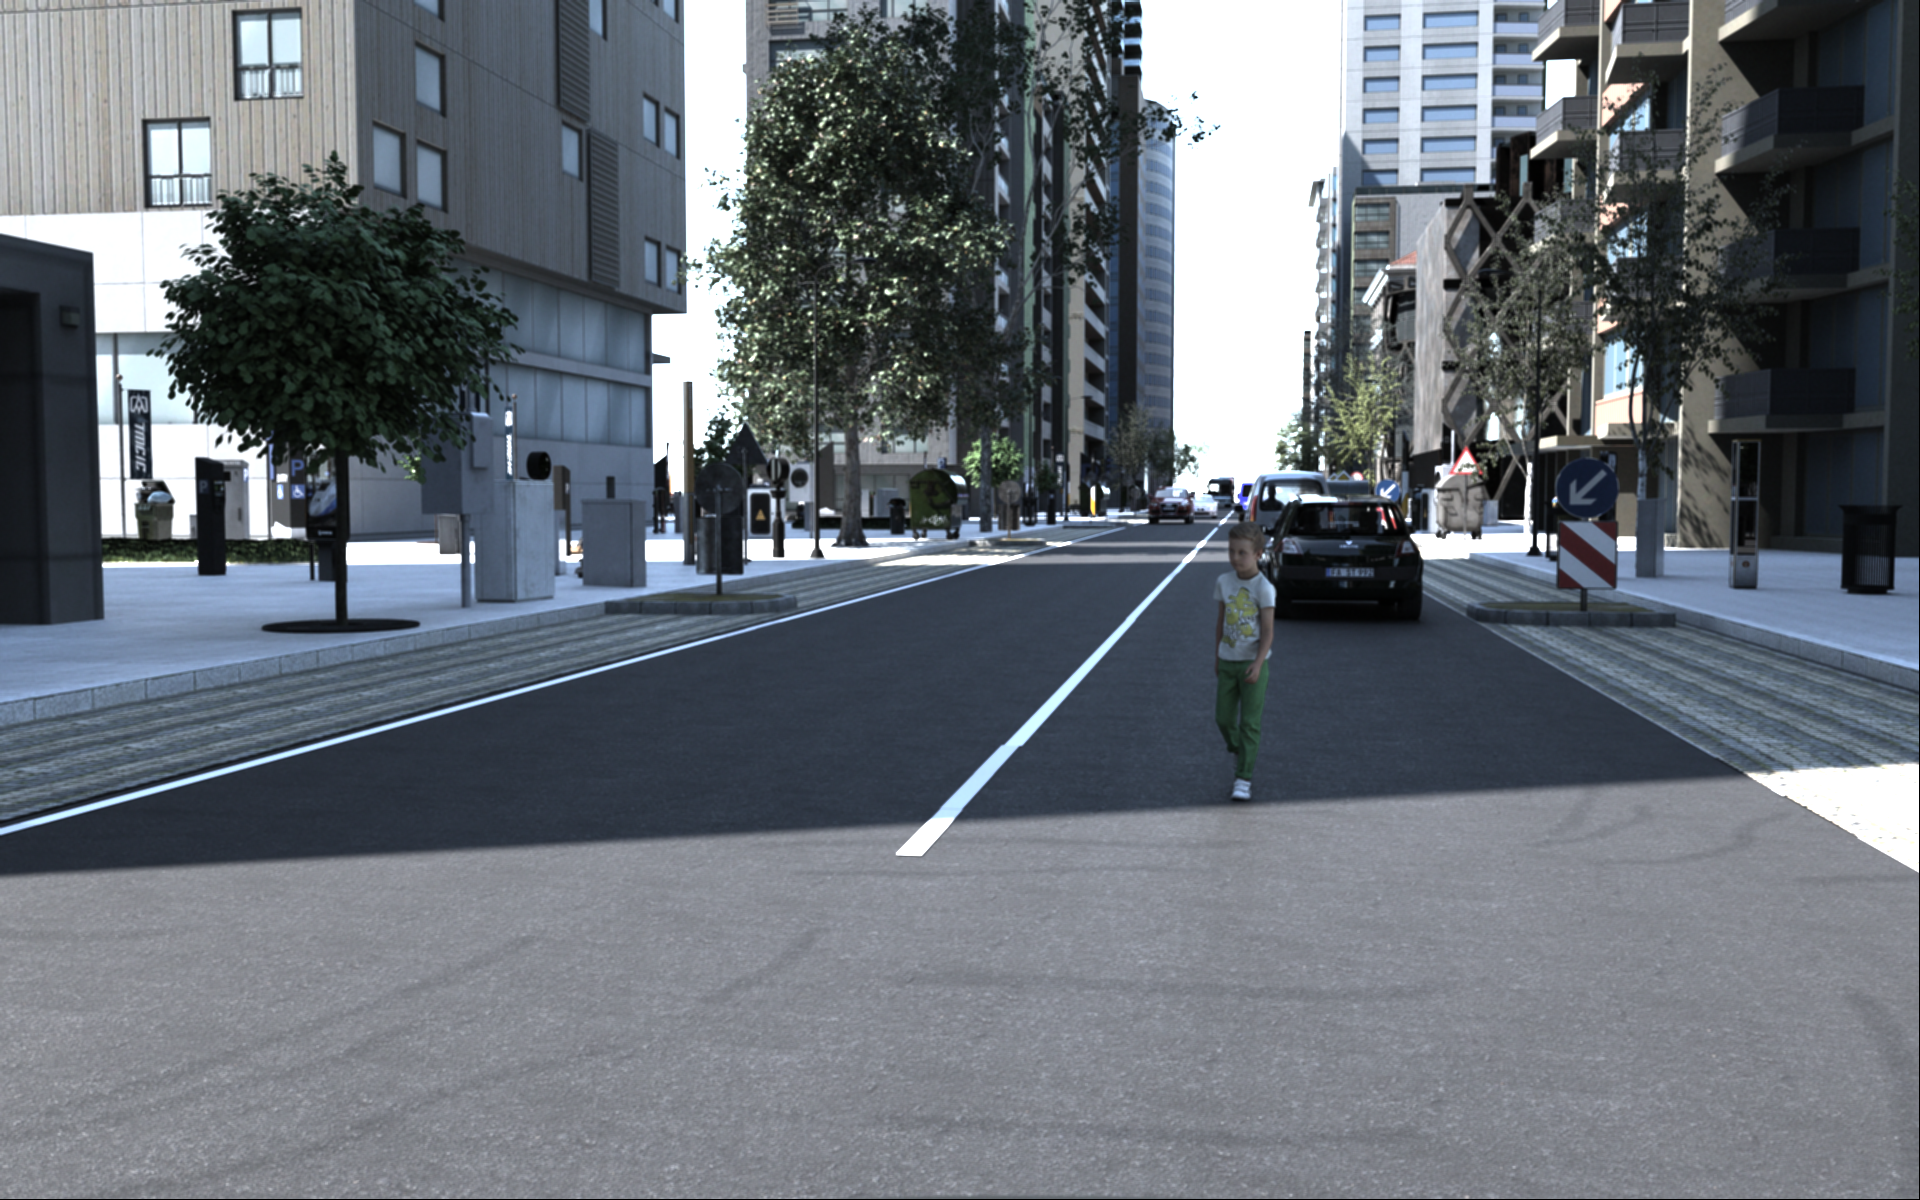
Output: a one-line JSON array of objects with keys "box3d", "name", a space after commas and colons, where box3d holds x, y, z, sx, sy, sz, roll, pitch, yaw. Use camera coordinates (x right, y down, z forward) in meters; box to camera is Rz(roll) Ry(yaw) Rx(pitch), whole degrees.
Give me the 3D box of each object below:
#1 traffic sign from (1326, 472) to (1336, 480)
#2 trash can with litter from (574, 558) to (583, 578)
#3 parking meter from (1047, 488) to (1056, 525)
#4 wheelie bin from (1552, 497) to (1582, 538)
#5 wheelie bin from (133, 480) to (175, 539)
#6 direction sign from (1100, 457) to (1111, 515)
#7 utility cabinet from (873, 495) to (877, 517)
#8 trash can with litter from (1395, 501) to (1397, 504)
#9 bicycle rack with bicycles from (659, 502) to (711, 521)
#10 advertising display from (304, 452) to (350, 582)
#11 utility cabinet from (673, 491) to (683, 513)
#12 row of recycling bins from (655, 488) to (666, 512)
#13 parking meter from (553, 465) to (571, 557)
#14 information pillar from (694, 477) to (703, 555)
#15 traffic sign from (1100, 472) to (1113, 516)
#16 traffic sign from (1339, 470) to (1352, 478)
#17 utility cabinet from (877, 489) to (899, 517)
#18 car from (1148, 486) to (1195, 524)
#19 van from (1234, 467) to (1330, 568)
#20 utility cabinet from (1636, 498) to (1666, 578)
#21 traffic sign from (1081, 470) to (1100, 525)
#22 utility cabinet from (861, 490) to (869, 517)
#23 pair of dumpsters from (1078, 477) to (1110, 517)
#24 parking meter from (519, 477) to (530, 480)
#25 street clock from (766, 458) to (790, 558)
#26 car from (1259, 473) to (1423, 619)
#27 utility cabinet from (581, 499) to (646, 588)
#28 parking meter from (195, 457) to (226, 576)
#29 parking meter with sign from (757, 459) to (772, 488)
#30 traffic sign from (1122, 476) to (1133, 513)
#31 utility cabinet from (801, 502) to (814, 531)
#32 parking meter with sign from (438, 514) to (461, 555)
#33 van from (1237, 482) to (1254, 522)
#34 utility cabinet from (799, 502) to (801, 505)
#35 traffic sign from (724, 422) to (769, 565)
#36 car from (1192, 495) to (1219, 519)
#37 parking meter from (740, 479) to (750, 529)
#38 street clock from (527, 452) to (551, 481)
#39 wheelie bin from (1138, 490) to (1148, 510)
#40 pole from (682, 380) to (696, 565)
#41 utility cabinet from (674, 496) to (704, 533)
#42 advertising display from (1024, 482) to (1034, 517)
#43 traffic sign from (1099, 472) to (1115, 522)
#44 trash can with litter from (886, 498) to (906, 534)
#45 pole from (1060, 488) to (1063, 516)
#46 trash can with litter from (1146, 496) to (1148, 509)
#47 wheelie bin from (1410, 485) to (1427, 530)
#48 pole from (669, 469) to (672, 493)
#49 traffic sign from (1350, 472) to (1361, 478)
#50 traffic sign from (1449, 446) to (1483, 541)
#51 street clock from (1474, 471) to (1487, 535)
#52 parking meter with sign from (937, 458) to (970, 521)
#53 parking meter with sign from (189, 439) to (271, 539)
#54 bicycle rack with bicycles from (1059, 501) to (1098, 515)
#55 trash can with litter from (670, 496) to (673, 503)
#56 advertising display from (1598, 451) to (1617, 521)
[{"box3d": [16.994, -4.591, 78.708, 0.795, 2.450, 0.064, 1, 4, 9], "name": "traffic sign"}, {"box3d": [-5.496, -0.947, 26.876, 0.624, 1.170, 1.055, 1, 4, 20], "name": "trash can with litter"}, {"box3d": [3.808, -3.901, 72.186, 0.372, 1.533, 0.369, 0, 3, 0], "name": "parking meter"}, {"box3d": [14.407, -2.007, 40.726, 0.980, 1.594, 0.693, 2, 4, 25], "name": "wheelie bin"}, {"box3d": [-18.691, -1.976, 40.209, 0.980, 1.594, 0.693, 1, 4, 18], "name": "wheelie bin"}, {"box3d": [8.803, -6.911, 104.993, 0.379, 3.537, 0.876, -3, 4, -39], "name": "direction sign"}, {"box3d": [-3.747, -4.321, 81.807, 0.306, 1.237, 1.020, -2, 4, -28], "name": "utility cabinet"}, {"box3d": [23.281, -4.998, 93.108, 0.624, 1.170, 1.055, 3, 5, 43], "name": "trash can with litter"}, {"box3d": [-12.993, -4.331, 84.193, 2.925, 0.926, 2.852, 3, 5, 44], "name": "bicycle rack with bicycles"}, {"box3d": [-9.317, -1.241, 25.505, 0.974, 1.923, 0.123, 3, 4, 38], "name": "advertising display"}, {"box3d": [-18.007, -6.238, 110.674, 0.318, 1.500, 1.173, 0, 4, 6], "name": "utility cabinet"}, {"box3d": [-20.053, -6.266, 109.564, 1.069, 1.692, 3.534, 3, 5, 41], "name": "row of recycling bins"}, {"box3d": [-8.174, -1.826, 35.568, 0.255, 1.863, 0.399, 0, 4, 7], "name": "parking meter"}, {"box3d": [-5.654, -1.975, 36.788, 0.304, 2.012, 0.304, -2, 4, -26], "name": "information pillar"}, {"box3d": [8.558, -6.204, 101.535, 0.768, 2.556, 0.104, 1, 4, 12], "name": "traffic sign"}, {"box3d": [15.680, -4.109, 70.831, 0.795, 2.450, 0.064, 1, 4, 9], "name": "traffic sign"}, {"box3d": [-2.955, -3.838, 71.432, 0.318, 1.500, 1.173, 2, 4, 32], "name": "utility cabinet"}, {"box3d": [10.363, -4.652, 84.740, 2.281, 1.827, 5.304, 1, 4, 10], "name": "car"}, {"box3d": [6.329, -1.622, 33.530, 2.013, 2.044, 4.112, 0, 4, 8], "name": "van"}, {"box3d": [10.765, -0.969, 27.009, 0.306, 1.237, 1.020, 2, 4, 29], "name": "utility cabinet"}, {"box3d": [5.479, -4.214, 72.548, 0.795, 2.450, 0.064, 1, 4, 9], "name": "traffic sign"}, {"box3d": [-5.078, -4.698, 85.486, 1.173, 1.500, 0.318, -2, 4, -32], "name": "utility cabinet"}, {"box3d": [7.498, -5.807, 97.444, 1.574, 2.255, 4.437, 1, 4, 10], "name": "pair of dumpsters"}, {"box3d": [-6.367, -1.064, 25.801, 0.372, 1.533, 0.369, 0, 3, 0], "name": "parking meter"}, {"box3d": [-3.636, -1.841, 34.665, 0.358, 2.002, 0.471, -3, 5, -44], "name": "street clock"}, {"box3d": [4.630, -0.703, 21.276, 2.009, 1.686, 4.222, 1, 4, 8], "name": "car"}, {"box3d": [-4.816, -0.793, 24.121, 1.020, 1.237, 0.306, 3, 4, 36], "name": "utility cabinet"}, {"box3d": [-11.836, -1.325, 27.375, 0.399, 1.863, 0.255, 1, 4, 22], "name": "parking meter"}, {"box3d": [-9.855, -5.558, 87.134, 0.543, 3.016, 1.738, -2, 4, -31], "name": "parking meter with sign"}, {"box3d": [11.613, -7.324, 119.855, 0.768, 2.556, 0.104, 1, 4, 12], "name": "traffic sign"}, {"box3d": [-5.150, -2.998, 60.180, 0.306, 1.237, 1.020, -1, 4, -19], "name": "utility cabinet"}, {"box3d": [-10.925, -2.502, 37.162, 0.543, 3.016, 1.738, -1, 4, -12], "name": "parking meter with sign"}, {"box3d": [15.674, -5.316, 91.298, 2.240, 2.365, 5.245, 1, 4, 10], "name": "van"}, {"box3d": [-8.046, -4.927, 91.714, 1.020, 1.237, 0.306, 2, 4, 30], "name": "utility cabinet"}, {"box3d": [-3.883, -1.918, 31.355, 0.884, 2.594, 0.081, 1, 4, 16], "name": "traffic sign"}, {"box3d": [14.323, -5.534, 102.840, 2.083, 1.381, 4.827, 1, 4, 9], "name": "car"}, {"box3d": [-7.828, -3.513, 63.154, 0.399, 1.863, 0.255, -1, 4, -10], "name": "parking meter"}, {"box3d": [-7.223, -1.540, 29.755, 0.358, 2.002, 0.471, 1, 4, 13], "name": "street clock"}, {"box3d": [14.561, -7.973, 138.269, 0.980, 1.594, 0.693, 0, 4, -3], "name": "wheelie bin"}, {"box3d": [-4.887, -2.284, 31.189, 0.158, 3.312, 0.155, 0, 3, 0], "name": "pole"}, {"box3d": [-8.986, -2.831, 57.446, 0.306, 1.237, 1.020, 3, 5, 44], "name": "utility cabinet"}, {"box3d": [3.843, -5.586, 96.547, 0.123, 1.923, 0.974, 2, 4, 32], "name": "advertising display"}, {"box3d": [6.794, -4.696, 80.424, 0.795, 2.450, 0.064, 1, 4, 9], "name": "traffic sign"}, {"box3d": [-2.028, -2.688, 55.343, 0.624, 1.170, 1.055, 0, 4, 1], "name": "trash can with litter"}, {"box3d": [5.907, -6.531, 100.631, 0.158, 3.312, 0.155, 0, 3, 0], "name": "pole"}, {"box3d": [15.977, -8.392, 148.602, 0.624, 1.170, 1.055, 0, 4, -6], "name": "trash can with litter"}, {"box3d": [16.324, -3.266, 61.311, 0.693, 1.594, 0.980, -1, 4, -8], "name": "wheelie bin"}, {"box3d": [-23.892, -9.126, 143.048, 0.158, 3.312, 0.155, 0, 3, 0], "name": "pole"}, {"box3d": [22.499, -6.009, 98.358, 0.768, 2.556, 0.104, 1, 4, 17], "name": "traffic sign"}, {"box3d": [13.729, -2.877, 47.035, 0.884, 2.594, 0.081, 1, 4, 18], "name": "traffic sign"}, {"box3d": [15.983, -2.987, 53.407, 0.471, 2.002, 0.358, 2, 4, 26], "name": "street clock"}, {"box3d": [-0.285, -5.329, 83.397, 0.543, 3.016, 1.738, 3, 5, 44], "name": "parking meter with sign"}, {"box3d": [-16.355, -2.603, 38.827, 1.738, 3.016, 0.543, 0, 4, -5], "name": "parking meter with sign"}, {"box3d": [7.633, -5.776, 107.815, 2.925, 0.926, 2.852, 0, 4, -2], "name": "bicycle rack with bicycles"}, {"box3d": [-20.183, -7.128, 127.601, 2.233, 1.210, 1.678, 2, 4, 34], "name": "trash can with litter"}, {"box3d": [9.833, -1.290, 26.310, 0.123, 1.923, 0.974, 2, 4, 28], "name": "advertising display"}]
